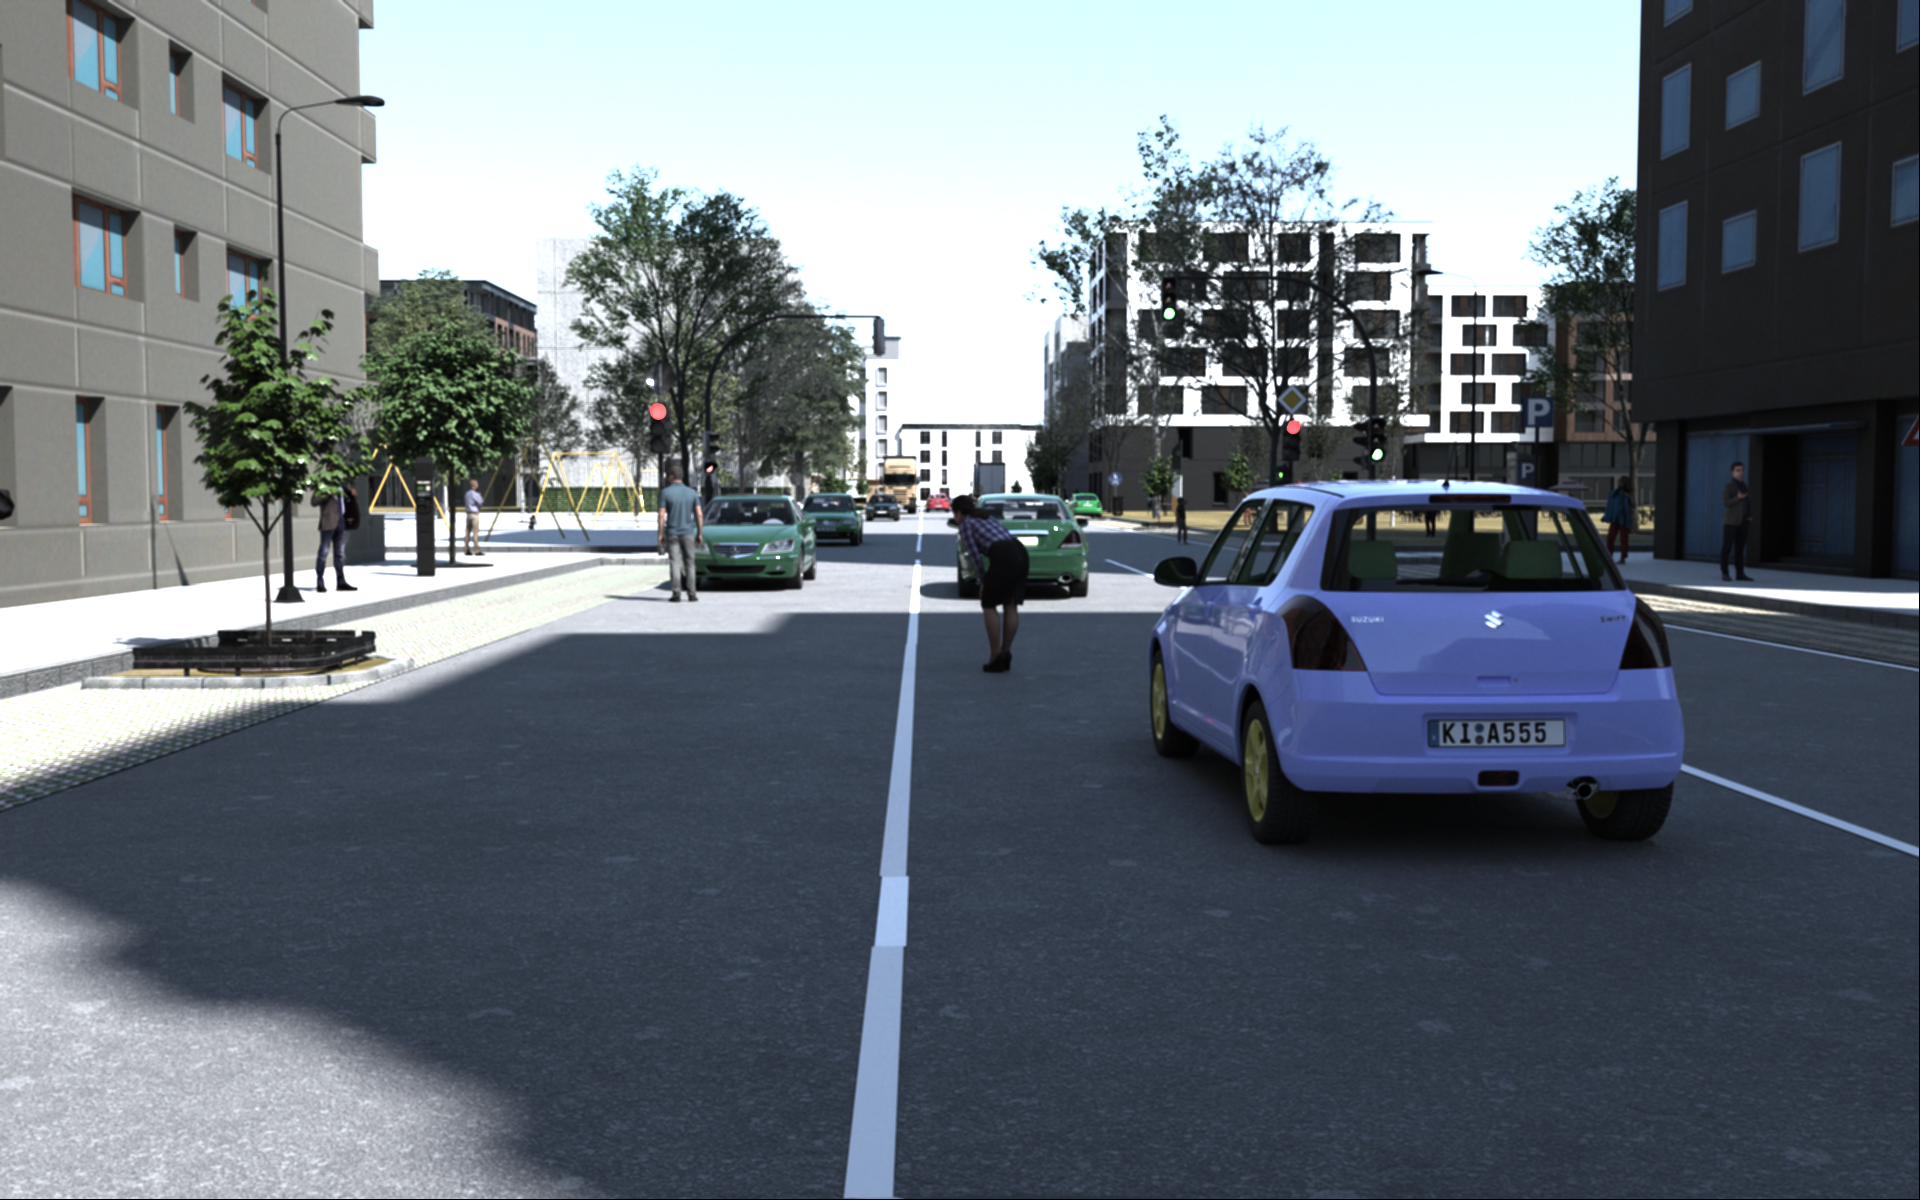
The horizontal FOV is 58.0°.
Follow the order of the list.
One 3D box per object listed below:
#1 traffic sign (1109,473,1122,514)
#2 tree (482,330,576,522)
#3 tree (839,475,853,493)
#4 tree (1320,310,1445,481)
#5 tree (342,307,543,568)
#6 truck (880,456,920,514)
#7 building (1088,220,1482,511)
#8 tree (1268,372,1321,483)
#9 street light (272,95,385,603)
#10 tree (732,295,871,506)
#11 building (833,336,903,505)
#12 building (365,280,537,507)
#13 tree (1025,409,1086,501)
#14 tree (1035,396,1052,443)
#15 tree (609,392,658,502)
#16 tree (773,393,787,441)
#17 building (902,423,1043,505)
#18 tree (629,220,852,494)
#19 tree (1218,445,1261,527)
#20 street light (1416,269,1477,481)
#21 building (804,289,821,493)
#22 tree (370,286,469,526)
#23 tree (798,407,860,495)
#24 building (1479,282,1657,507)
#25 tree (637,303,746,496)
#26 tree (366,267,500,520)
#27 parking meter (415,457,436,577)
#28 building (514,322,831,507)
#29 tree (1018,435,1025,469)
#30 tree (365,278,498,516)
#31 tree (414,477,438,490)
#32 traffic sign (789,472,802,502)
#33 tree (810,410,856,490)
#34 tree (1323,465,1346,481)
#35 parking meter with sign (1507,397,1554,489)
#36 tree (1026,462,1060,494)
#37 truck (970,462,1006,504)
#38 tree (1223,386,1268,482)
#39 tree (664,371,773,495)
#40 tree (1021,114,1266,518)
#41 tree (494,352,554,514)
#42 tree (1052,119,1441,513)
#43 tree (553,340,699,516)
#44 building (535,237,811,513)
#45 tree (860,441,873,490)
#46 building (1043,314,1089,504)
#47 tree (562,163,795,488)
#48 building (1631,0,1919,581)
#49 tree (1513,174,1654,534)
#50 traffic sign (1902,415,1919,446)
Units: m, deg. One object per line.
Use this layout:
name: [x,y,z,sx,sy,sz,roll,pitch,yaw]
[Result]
traffic sign: [9.267,-6.307,103.231,0.768,2.556,0.104,0,4,2]
tree: [-19.453,-7.760,77.244,4.360,8.622,3.978,0,3,0]
tree: [-11.539,-10.826,171.605,1.663,3.219,1.824,0,3,0]
tree: [16.868,-7.214,68.306,4.360,8.622,3.978,0,3,0]
tree: [-9.067,-2.862,30.509,4.285,4.588,4.351,0,3,0]
truck: [-4.411,-8.529,128.364,2.839,4.237,11.283,0,4,-1]
building: [24.525,-18.480,146.125,27.936,21.610,32.646,0,4,-1]
tree: [20.432,-9.035,98.092,4.360,8.622,3.978,0,3,0]
street light: [-7.391,-2.921,20.307,1.470,5.913,1.316,0,4,-1]
tree: [-10.549,-12.547,111.793,9.857,13.997,8.962,0,3,0]
building: [-12.765,-21.815,213.098,11.380,20.091,16.016,0,4,-1]
building: [-61.690,-20.483,178.869,32.646,21.610,27.936,0,4,-1]
tree: [8.218,-11.735,142.225,4.737,8.622,4.395,0,3,0]
tree: [10.261,-12.642,117.061,12.009,13.543,11.850,0,3,0]
tree: [-20.086,-9.677,108.586,4.360,8.622,3.978,0,3,0]
tree: [-12.480,-9.347,103.191,4.360,8.622,3.978,0,3,0]
building: [7.034,-16.392,210.157,28.070,9.664,9.099,0,4,-1]
tree: [-9.676,-10.210,77.297,12.009,13.543,11.850,0,3,0]
tree: [10.918,-4.455,67.434,1.663,3.219,1.824,0,3,0]
street light: [10.122,-3.879,35.961,1.470,5.913,1.316,0,4,-1]
building: [-20.751,-18.398,157.224,16.016,20.091,11.380,0,4,-1]
tree: [-18.713,-6.756,60.829,4.737,8.622,4.395,0,3,0]
tree: [-9.844,-10.512,122.238,4.737,8.622,4.395,0,3,0]
building: [61.795,-20.603,180.835,32.646,21.610,27.936,0,4,-1]
tree: [-9.663,-6.916,63.441,4.737,8.622,4.395,0,3,0]
tree: [-26.537,-10.324,86.917,7.486,12.596,7.792,0,3,0]
parking meter: [-8.317,-1.298,26.939,0.255,1.863,0.399,-1,4,-13]
building: [-29.747,-19.485,185.030,31.486,18.905,16.747,0,4,-1]
tree: [7.800,-12.733,158.547,4.737,8.622,4.395,0,3,0]
tree: [-31.068,-11.901,101.238,9.857,13.997,8.962,0,3,0]
tree: [-35.656,-10.000,113.868,4.360,8.622,3.978,0,3,0]
traffic sign: [-9.647,-6.218,101.770,0.768,2.556,0.104,0,4,3]
tree: [-10.460,-11.623,140.401,4.360,8.622,3.978,0,3,0]
tree: [25.226,-7.481,116.922,1.663,3.219,1.824,0,3,0]
parking meter with sign: [10.389,-2.181,31.917,0.543,3.016,1.738,0,4,3]
tree: [8.054,-11.209,166.977,4.285,4.588,4.351,0,3,0]
truck: [2.568,-10.359,158.289,2.839,4.237,11.283,0,4,-3]
tree: [19.893,-10.105,115.583,4.360,8.622,3.978,0,3,0]
tree: [-13.057,-8.707,92.719,4.360,8.622,3.978,0,3,0]
tree: [9.496,-14.279,89.347,12.611,20.169,13.585,0,3,0]
tree: [-27.837,-10.928,113.086,7.601,10.594,8.767,0,4,-5]
tree: [10.253,-8.935,56.465,12.009,13.543,11.850,0,3,0]
tree: [-18.462,-10.141,100.212,7.601,10.594,8.767,0,4,1]
building: [-21.106,-16.451,135.425,16.747,18.905,31.486,0,4,-1]
tree: [-11.282,-14.157,181.832,4.737,8.622,4.395,0,3,0]
building: [18.032,-19.079,178.395,16.747,18.905,31.486,0,4,-1]
tree: [-8.897,-7.921,55.258,9.928,11.665,9.643,0,3,0]
building: [20.485,-23.023,26.531,14.600,45.320,14.200,0,4,-1]
tree: [21.695,-7.927,55.356,9.928,11.665,9.643,0,3,0]
traffic sign: [10.766,-1.164,19.039,0.884,2.594,0.081,0,3,0]
